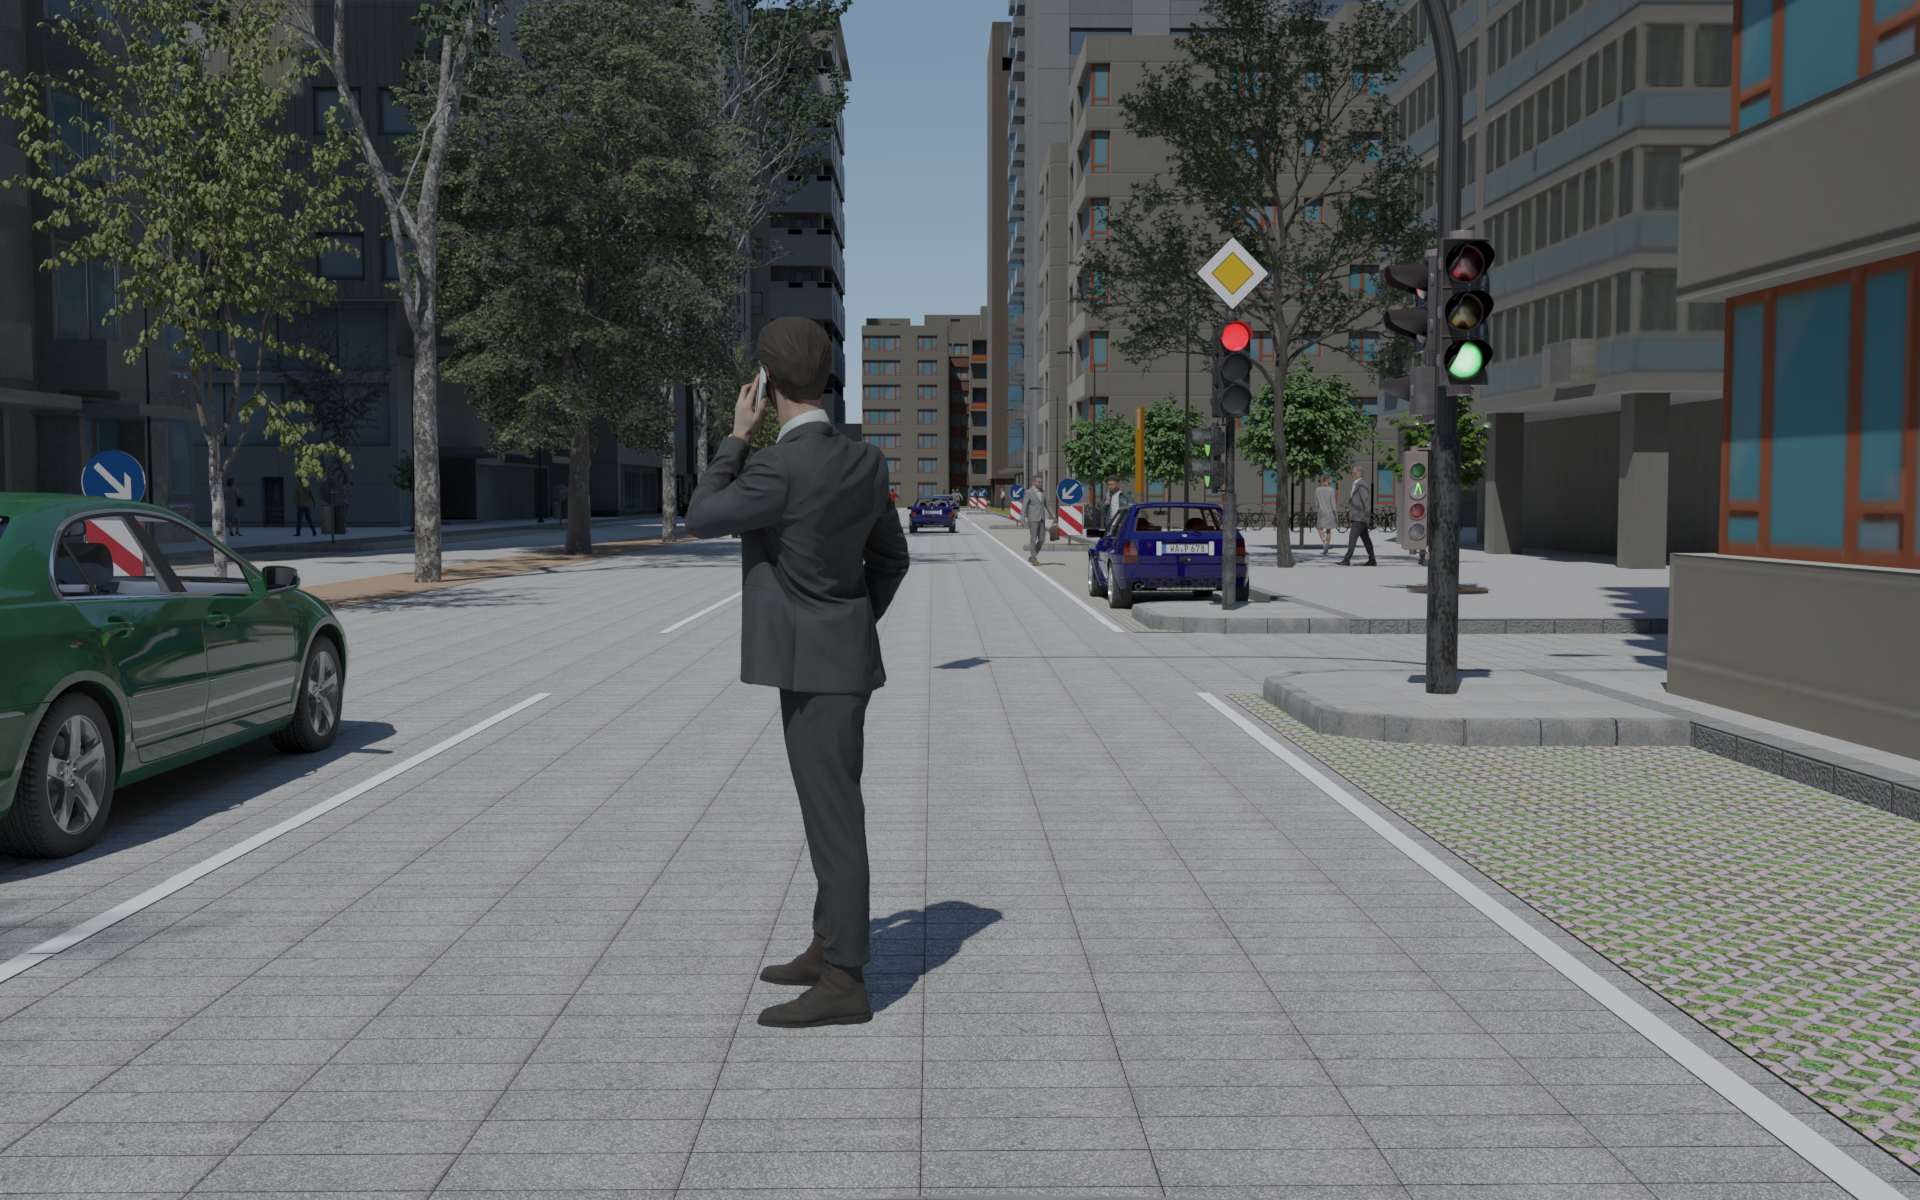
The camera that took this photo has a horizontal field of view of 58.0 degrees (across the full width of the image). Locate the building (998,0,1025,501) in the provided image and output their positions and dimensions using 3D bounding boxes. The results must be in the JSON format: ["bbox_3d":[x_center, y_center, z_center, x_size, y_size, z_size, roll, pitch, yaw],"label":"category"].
[{"bbox_3d":[15.313,-31.855,140.430,23.786,49.044,30.456,0,4,-1],"label":"building"}]

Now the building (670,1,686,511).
[{"bbox_3d":[-27.586,-28.938,123.239,14.600,45.320,14.200,0,4,-1],"label":"building"}]

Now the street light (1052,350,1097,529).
[{"bbox_3d":[3.808,-5.109,56.080,1.470,5.913,1.316,0,4,-1],"label":"street light"}]

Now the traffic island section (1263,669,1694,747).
[{"bbox_3d":[3.121,0.677,11.206,2.009,0.180,2.903,0,4,-1],"label":"traffic island section"}]

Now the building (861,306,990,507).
[{"bbox_3d":[4.157,-21.198,191.630,28.899,21.520,27.650,0,4,-1],"label":"building"}]

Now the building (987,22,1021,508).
[{"bbox_3d":[9.659,-31.354,162.746,14.600,45.320,14.200,0,4,-1],"label":"building"}]

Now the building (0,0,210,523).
[{"bbox_3d":[-29.922,-25.228,32.088,23.786,49.044,30.456,0,4,-1],"label":"building"}]

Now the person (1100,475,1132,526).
[{"bbox_3d":[2.873,-1.399,31.716,0.623,1.781,0.721,0,4,4],"label":"person"}]

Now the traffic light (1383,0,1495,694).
[{"bbox_3d":[0.991,-2.217,10.918,4.771,5.953,1.251,0,4,-1],"label":"traffic light"}]

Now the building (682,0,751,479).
[{"bbox_3d":[-30.515,-44.067,158.743,20.611,71.187,20.563,0,4,-1],"label":"building"}]

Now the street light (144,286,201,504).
[{"bbox_3d":[-17.653,-4.055,38.840,1.470,5.913,1.316,0,4,-1],"label":"street light"}]

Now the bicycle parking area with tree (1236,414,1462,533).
[{"bbox_3d":[13.009,-4.512,60.770,8.231,4.147,9.016,-2,4,-33],"label":"bicycle parking area with tree"}]

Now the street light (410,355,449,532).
[{"bbox_3d":[-17.798,-5.231,58.073,1.470,5.913,1.316,0,4,-1],"label":"street light"}]

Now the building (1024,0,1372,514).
[{"bbox_3d":[14.629,-34.772,110.516,21.231,58.520,28.212,0,4,-1],"label":"building"}]

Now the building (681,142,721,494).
[{"bbox_3d":[-27.093,-22.439,138.571,14.160,30.474,14.107,0,4,-1],"label":"building"}]

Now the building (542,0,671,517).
[{"bbox_3d":[-29.824,-29.452,105.237,21.300,48.544,21.600,0,4,-1],"label":"building"}]

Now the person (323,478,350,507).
[{"bbox_3d":[-19.928,-2.987,55.156,0.850,1.792,0.678,2,4,25],"label":"person"}]

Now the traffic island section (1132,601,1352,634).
[{"bbox_3d":[2.998,0.189,19.190,2.009,0.180,2.903,0,4,-1],"label":"traffic island section"}]

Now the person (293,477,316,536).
[{"bbox_3d":[-19.974,-2.866,52.819,0.836,1.842,0.656,1,4,22],"label":"person"}]

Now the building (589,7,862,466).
[{"bbox_3d":[-24.039,-36.768,190.397,27.495,52.752,28.713,0,4,-1],"label":"building"}]

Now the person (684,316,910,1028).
[{"bbox_3d":[-0.446,0.191,4.744,0.474,1.900,0.648,1,4,17],"label":"person"}]

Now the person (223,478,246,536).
[{"bbox_3d":[-22.134,-2.849,52.978,0.716,1.782,0.532,1,4,9],"label":"person"}]

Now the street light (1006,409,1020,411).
[{"bbox_3d":[3.194,-7.443,94.235,1.470,5.913,1.316,0,4,-1],"label":"street light"}]

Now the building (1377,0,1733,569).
[{"bbox_3d":[22.571,-20.942,34.289,23.993,40.220,32.217,0,4,-1],"label":"building"}]

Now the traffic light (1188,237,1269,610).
[{"bbox_3d":[2.958,-1.844,19.076,0.839,4.253,0.868,0,4,-1],"label":"traffic light"}]

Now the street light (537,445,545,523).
[{"bbox_3d":[-18.168,-6.398,77.148,1.470,5.913,1.316,0,4,-1],"label":"street light"}]

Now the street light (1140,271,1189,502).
[{"bbox_3d":[4.189,-3.885,36.054,1.470,5.913,1.316,0,4,-1],"label":"street light"}]

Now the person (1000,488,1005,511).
[{"bbox_3d":[3.210,-7.644,131.957,0.436,1.711,0.756,1,4,13],"label":"person"}]

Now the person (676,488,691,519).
[{"bbox_3d":[-16.129,-5.678,101.435,1.348,1.812,0.705,1,4,23],"label":"person"}]

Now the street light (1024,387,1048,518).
[{"bbox_3d":[3.678,-6.276,75.161,1.470,5.913,1.316,0,4,-1],"label":"street light"}]

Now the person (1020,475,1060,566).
[{"bbox_3d":[1.550,-1.581,34.462,0.709,1.813,0.853,-3,4,-37],"label":"person"}]

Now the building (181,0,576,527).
[{"bbox_3d":[-32.803,-29.838,77.083,28.713,52.752,27.495,0,4,-1],"label":"building"}]

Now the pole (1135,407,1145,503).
[{"bbox_3d":[4.206,-2.855,40.521,0.158,3.312,0.155,0,3,0],"label":"pole"}]

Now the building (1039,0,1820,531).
[{"bbox_3d":[18.343,-14.384,80.211,27.650,21.520,28.899,0,4,-1],"label":"building"}]

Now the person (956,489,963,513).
[{"bbox_3d":[-0.214,-7.674,134.058,1.350,1.814,0.705,3,5,43],"label":"person"}]
